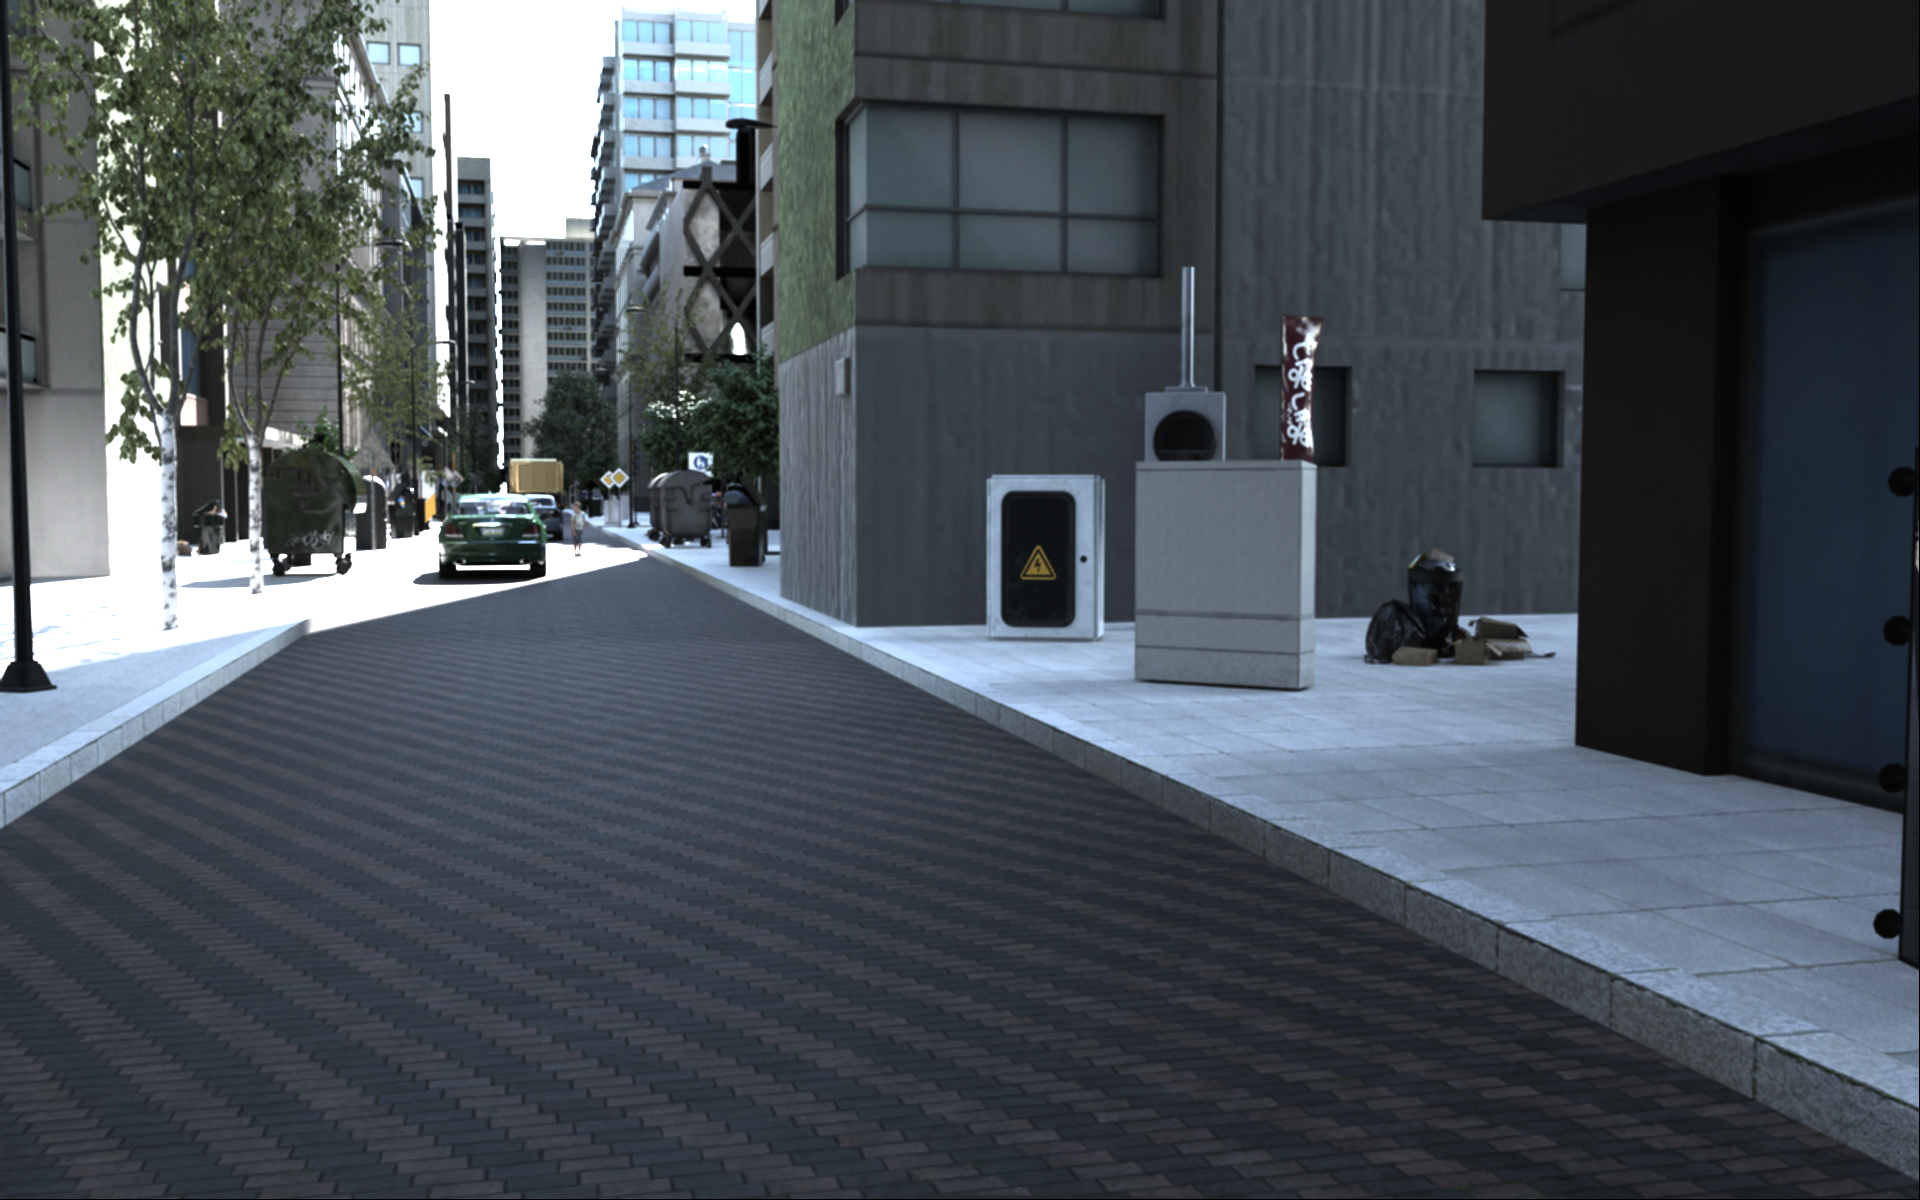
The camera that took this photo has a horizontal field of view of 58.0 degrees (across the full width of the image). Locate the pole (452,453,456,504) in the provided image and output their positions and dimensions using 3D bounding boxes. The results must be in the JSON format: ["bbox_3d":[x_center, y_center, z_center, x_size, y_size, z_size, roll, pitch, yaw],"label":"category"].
[{"bbox_3d":[-25.259,-5.666,86.490,0.158,3.312,0.155,0,3,0],"label":"pole"}]

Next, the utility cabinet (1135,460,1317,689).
[{"bbox_3d":[1.773,-0.179,11.601,1.173,1.500,0.318,2,4,31],"label":"utility cabinet"}]

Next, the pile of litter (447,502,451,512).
[{"bbox_3d":[-38.198,-7.218,131.983,1.719,0.858,1.176,-3,4,-37],"label":"pile of litter"}]

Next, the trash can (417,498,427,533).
[{"bbox_3d":[-18.120,-2.814,57.661,0.748,1.137,0.748,0,3,0],"label":"trash can"}]

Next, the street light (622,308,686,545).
[{"bbox_3d":[-7.638,-4.336,43.440,1.470,5.913,1.316,-1,4,-14],"label":"street light"}]

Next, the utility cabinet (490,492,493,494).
[{"bbox_3d":[-38.672,-8.158,142.069,0.318,1.500,1.173,-2,4,-35],"label":"utility cabinet"}]

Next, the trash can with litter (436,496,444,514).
[{"bbox_3d":[-24.570,-4.322,82.045,0.624,1.170,1.055,2,4,31],"label":"trash can with litter"}]

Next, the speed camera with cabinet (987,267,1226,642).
[{"bbox_3d":[1.279,-1.272,15.133,2.038,3.252,0.660,1,4,10],"label":"speed camera with cabinet"}]

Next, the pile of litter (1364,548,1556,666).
[{"bbox_3d":[3.889,0.031,13.463,1.719,0.858,1.176,-1,4,-11],"label":"pile of litter"}]

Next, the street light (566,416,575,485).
[{"bbox_3d":[-22.431,-7.967,102.802,1.470,5.913,1.316,-1,4,-14],"label":"street light"}]

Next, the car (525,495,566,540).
[{"bbox_3d":[-13.524,-2.626,54.939,2.014,1.417,4.499,-1,4,-15],"label":"car"}]

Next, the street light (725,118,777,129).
[{"bbox_3d":[-2.211,-3.006,21.694,1.470,5.913,1.316,-1,4,-14],"label":"street light"}]

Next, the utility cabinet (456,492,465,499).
[{"bbox_3d":[-38.745,-7.629,133.419,1.173,1.500,0.318,-3,4,-39],"label":"utility cabinet"}]

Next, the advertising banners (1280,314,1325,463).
[{"bbox_3d":[2.666,-1.250,16.633,2.074,3.025,0.090,-2,4,-27],"label":"advertising banners"}]

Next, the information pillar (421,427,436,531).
[{"bbox_3d":[-18.655,-4.244,60.741,0.504,3.616,0.183,1,4,10],"label":"information pillar"}]

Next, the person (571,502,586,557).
[{"bbox_3d":[-8.658,-1.600,39.346,0.332,1.250,0.352,0,4,-1],"label":"person"}]

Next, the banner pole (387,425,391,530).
[{"bbox_3d":[-20.343,-4.393,61.846,0.401,3.779,0.863,-1,4,-22],"label":"banner pole"}]

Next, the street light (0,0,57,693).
[{"bbox_3d":[-5.592,-2.369,11.278,1.470,5.913,1.316,-1,4,-14],"label":"street light"}]

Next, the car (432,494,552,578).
[{"bbox_3d":[-8.410,-1.185,31.173,2.131,1.459,4.920,-1,4,-15],"label":"car"}]

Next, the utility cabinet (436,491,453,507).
[{"bbox_3d":[-33.046,-6.241,110.721,1.173,1.500,0.318,-3,4,-38],"label":"utility cabinet"}]

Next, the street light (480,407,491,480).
[{"bbox_3d":[-25.857,-7.304,91.964,1.470,5.913,1.316,-1,4,-14],"label":"street light"}]

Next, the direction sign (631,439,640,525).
[{"bbox_3d":[-13.531,-4.903,72.165,0.379,3.537,0.876,-2,4,-28],"label":"direction sign"}]

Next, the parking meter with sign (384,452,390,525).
[{"bbox_3d":[-24.095,-4.715,73.354,0.543,3.016,1.738,-1,4,-13],"label":"parking meter with sign"}]

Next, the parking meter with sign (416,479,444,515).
[{"bbox_3d":[-28.082,-5.833,91.624,0.543,3.016,1.738,2,4,31],"label":"parking meter with sign"}]

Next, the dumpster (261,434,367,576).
[{"bbox_3d":[-10.409,-1.551,27.861,1.502,2.255,1.985,-1,4,-14],"label":"dumpster"}]

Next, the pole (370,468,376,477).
[{"bbox_3d":[-20.929,-4.156,61.795,0.158,3.312,0.155,0,3,0],"label":"pole"}]

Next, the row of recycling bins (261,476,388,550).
[{"bbox_3d":[-14.865,-2.043,40.518,3.534,1.692,1.069,2,4,24],"label":"row of recycling bins"}]

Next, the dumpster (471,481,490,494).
[{"bbox_3d":[-35.485,-7.669,127.886,1.502,2.255,1.985,-1,4,-14],"label":"dumpster"}]

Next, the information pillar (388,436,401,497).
[{"bbox_3d":[-22.760,-4.794,69.732,0.504,3.616,0.183,0,4,-1],"label":"information pillar"}]

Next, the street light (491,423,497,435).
[{"bbox_3d":[-31.125,-8.583,112.869,1.470,5.913,1.316,-1,4,-14],"label":"street light"}]

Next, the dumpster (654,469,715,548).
[{"bbox_3d":[-6.568,-2.190,41.566,1.264,1.857,1.865,-1,4,-14],"label":"dumpster"}]

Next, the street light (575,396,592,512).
[{"bbox_3d":[-17.309,-6.697,82.044,1.470,5.913,1.316,-1,4,-14],"label":"street light"}]

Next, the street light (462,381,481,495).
[{"bbox_3d":[-20.632,-6.034,71.196,1.470,5.913,1.316,-1,4,-14],"label":"street light"}]

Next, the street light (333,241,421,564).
[{"bbox_3d":[-10.801,-3.623,31.783,1.470,5.913,1.316,-1,4,-14],"label":"street light"}]

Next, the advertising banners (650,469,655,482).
[{"bbox_3d":[-16.559,-6.080,95.591,0.090,3.025,2.074,-3,5,-44],"label":"advertising banners"}]

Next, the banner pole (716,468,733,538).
[{"bbox_3d":[-6.829,-3.706,50.615,0.401,3.779,0.863,1,4,22],"label":"banner pole"}]

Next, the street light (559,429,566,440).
[{"bbox_3d":[-27.623,-9.242,123.654,1.470,5.913,1.316,-1,4,-14],"label":"street light"}]

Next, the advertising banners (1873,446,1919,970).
[{"bbox_3d":[2.614,-0.461,3.729,0.090,3.025,2.074,0,4,-1],"label":"advertising banners"}]

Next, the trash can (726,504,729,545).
[{"bbox_3d":[-5.374,-1.863,42.119,0.748,1.137,0.748,0,3,0],"label":"trash can"}]

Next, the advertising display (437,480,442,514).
[{"bbox_3d":[-23.981,-4.560,79.772,0.123,1.923,0.974,-1,4,-22],"label":"advertising display"}]

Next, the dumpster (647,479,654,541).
[{"bbox_3d":[-7.889,-2.554,47.509,1.264,1.857,1.865,-1,4,-14],"label":"dumpster"}]

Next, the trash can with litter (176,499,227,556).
[{"bbox_3d":[-15.967,-1.522,36.278,1.055,1.170,0.624,-3,5,-43],"label":"trash can with litter"}]

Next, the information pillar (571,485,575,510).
[{"bbox_3d":[-32.022,-8.482,143.172,0.304,2.012,0.304,-1,4,-13],"label":"information pillar"}]

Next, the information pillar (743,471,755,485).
[{"bbox_3d":[-5.563,-2.527,45.801,0.304,2.012,0.304,-1,4,-9],"label":"information pillar"}]

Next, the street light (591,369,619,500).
[{"bbox_3d":[-12.834,-5.629,64.567,1.470,5.913,1.316,-1,4,-14],"label":"street light"}]

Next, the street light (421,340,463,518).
[{"bbox_3d":[-15.946,-4.882,52.355,1.470,5.913,1.316,-1,4,-14],"label":"street light"}]

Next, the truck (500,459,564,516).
[{"bbox_3d":[-23.120,-6.009,94.175,3.469,3.379,9.791,-1,4,-16],"label":"truck"}]

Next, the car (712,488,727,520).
[{"bbox_3d":[-8.429,-3.620,68.782,3.694,1.707,1.945,-1,4,-13],"label":"car"}]

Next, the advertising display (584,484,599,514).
[{"bbox_3d":[-23.808,-6.529,111.961,0.974,1.923,0.123,1,4,12],"label":"advertising display"}]

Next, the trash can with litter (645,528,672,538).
[{"bbox_3d":[-8.584,-2.361,49.995,1.055,1.170,0.624,0,4,6],"label":"trash can with litter"}]

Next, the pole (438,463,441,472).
[{"bbox_3d":[-34.051,-7.309,113.345,0.158,3.312,0.155,0,3,0],"label":"pole"}]

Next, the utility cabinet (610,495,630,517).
[{"bbox_3d":[-19.117,-5.271,97.345,1.020,1.237,0.306,-2,4,-30],"label":"utility cabinet"}]
